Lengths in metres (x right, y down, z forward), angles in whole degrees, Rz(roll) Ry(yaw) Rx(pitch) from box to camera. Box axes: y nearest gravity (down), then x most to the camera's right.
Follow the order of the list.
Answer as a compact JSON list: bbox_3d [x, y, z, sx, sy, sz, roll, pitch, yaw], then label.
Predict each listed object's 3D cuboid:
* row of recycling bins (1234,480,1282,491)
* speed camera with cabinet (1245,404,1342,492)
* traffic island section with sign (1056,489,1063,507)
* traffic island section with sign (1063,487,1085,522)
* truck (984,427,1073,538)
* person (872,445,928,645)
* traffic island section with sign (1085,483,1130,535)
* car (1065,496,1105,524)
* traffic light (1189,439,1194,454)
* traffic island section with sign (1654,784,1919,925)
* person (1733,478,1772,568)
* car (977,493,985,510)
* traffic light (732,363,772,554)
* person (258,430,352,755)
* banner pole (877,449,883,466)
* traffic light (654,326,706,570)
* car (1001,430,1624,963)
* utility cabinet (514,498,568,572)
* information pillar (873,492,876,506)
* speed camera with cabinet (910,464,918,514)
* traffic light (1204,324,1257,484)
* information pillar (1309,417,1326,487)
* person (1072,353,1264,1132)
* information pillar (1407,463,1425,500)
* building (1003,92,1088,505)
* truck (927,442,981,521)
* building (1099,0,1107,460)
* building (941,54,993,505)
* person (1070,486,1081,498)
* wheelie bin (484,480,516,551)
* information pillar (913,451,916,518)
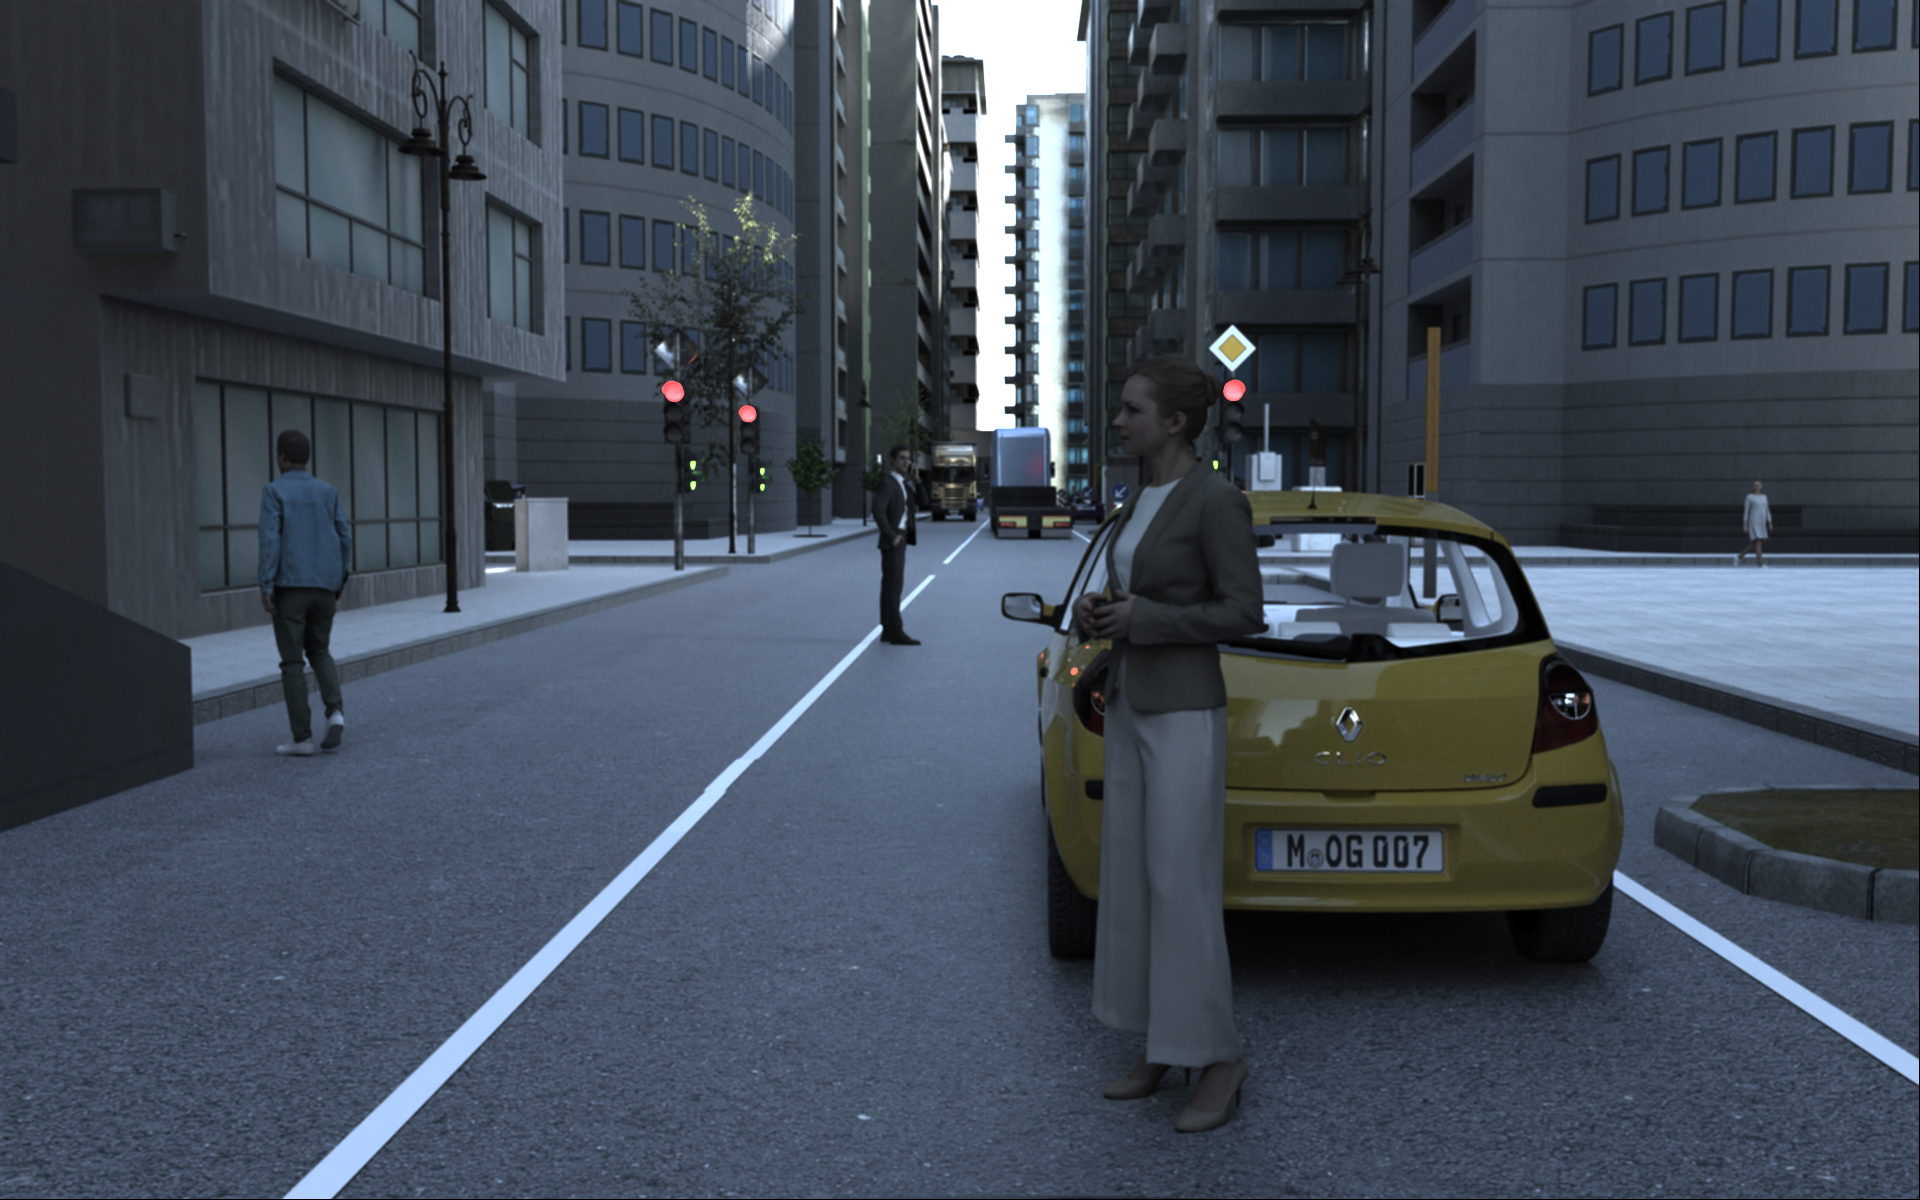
[{"bbox_3d":[8.346,-2.663,50.656,1.069,1.692,3.534,-1,4,-19],"label":"row of recycling bins"},{"bbox_3d":[7.379,-2.691,38.326,2.038,3.252,0.660,0,4,-7],"label":"speed camera with cabinet"},{"bbox_3d":[8.916,-9.676,166.829,1.989,1.847,2.006,0,4,2],"label":"traffic island section with sign"},{"bbox_3d":[6.435,-4.899,88.725,1.989,1.847,2.006,0,4,2],"label":"traffic island section with sign"},{"bbox_3d":[2.423,-4.545,64.064,2.967,4.110,18.799,0,4,0],"label":"truck"},{"bbox_3d":[-0.561,-0.541,16.704,0.474,1.900,0.648,1,4,9],"label":"person"},{"bbox_3d":[5.577,-3.251,61.783,1.989,1.847,2.006,0,4,2],"label":"traffic island section with sign"},{"bbox_3d":[6.032,-4.321,83.232,1.945,1.354,3.894,0,4,1],"label":"car"},{"bbox_3d":[4.743,-2.928,36.788,0.839,4.253,0.868,0,4,2],"label":"traffic light"},{"bbox_3d":[3.818,0.126,6.568,1.989,1.847,2.006,0,4,2],"label":"traffic island section with sign"},{"bbox_3d":[14.824,-1.413,32.359,0.466,1.731,0.760,-3,5,-44],"label":"person"},{"bbox_3d":[1.209,-8.768,152.941,1.945,1.707,3.694,0,4,1],"label":"car"},{"bbox_3d":[-4.464,-2.945,37.064,0.839,4.253,0.868,0,4,2],"label":"traffic light"},{"bbox_3d":[-3.596,-0.041,9.514,0.444,1.785,0.601,3,5,42],"label":"person"},{"bbox_3d":[-4.441,-6.518,96.584,0.401,3.779,0.863,-2,4,-28],"label":"banner pole"},{"bbox_3d":[-4.718,-2.456,29.082,0.839,4.253,0.868,0,4,2],"label":"traffic light"},{"bbox_3d":[1.161,0.212,6.751,2.015,1.641,3.980,0,4,2],"label":"car"},{"bbox_3d":[-7.009,-1.092,29.009,0.306,1.237,1.020,2,4,28],"label":"utility cabinet"},{"bbox_3d":[-4.380,-5.285,90.902,0.304,2.012,0.304,-1,4,-19],"label":"information pillar"},{"bbox_3d":[-3.536,-7.196,111.992,2.038,3.252,0.660,-1,4,-14],"label":"speed camera with cabinet"},{"bbox_3d":[4.489,-2.440,28.807,0.839,4.253,0.868,0,4,2],"label":"traffic light"},{"bbox_3d":[10.834,-3.743,52.556,0.504,3.616,0.183,2,4,23],"label":"information pillar"},{"bbox_3d":[0.453,0.304,4.079,0.362,1.759,0.519,-2,4,-25],"label":"person"},{"bbox_3d":[10.938,-2.266,41.549,0.304,2.012,0.304,-1,4,-22],"label":"information pillar"},{"bbox_3d":[20.437,-35.869,206.071,30.456,49.044,23.786,0,4,2],"label":"building"},{"bbox_3d":[-0.314,-6.467,94.649,2.839,4.237,11.283,0,3,0],"label":"truck"},{"bbox_3d":[17.266,-28.973,123.822,14.600,45.320,14.200,0,4,2],"label":"building"},{"bbox_3d":[-8.439,-37.940,209.559,27.495,52.752,28.713,0,4,2],"label":"building"},{"bbox_3d":[6.050,-5.021,90.400,0.655,1.846,0.447,3,4,38],"label":"person"},{"bbox_3d":[-10.442,-1.898,38.937,0.693,1.594,0.980,3,5,44],"label":"wheelie bin"},{"bbox_3d":[-2.514,-6.281,94.057,0.183,3.616,0.504,0,4,3],"label":"information pillar"}]
